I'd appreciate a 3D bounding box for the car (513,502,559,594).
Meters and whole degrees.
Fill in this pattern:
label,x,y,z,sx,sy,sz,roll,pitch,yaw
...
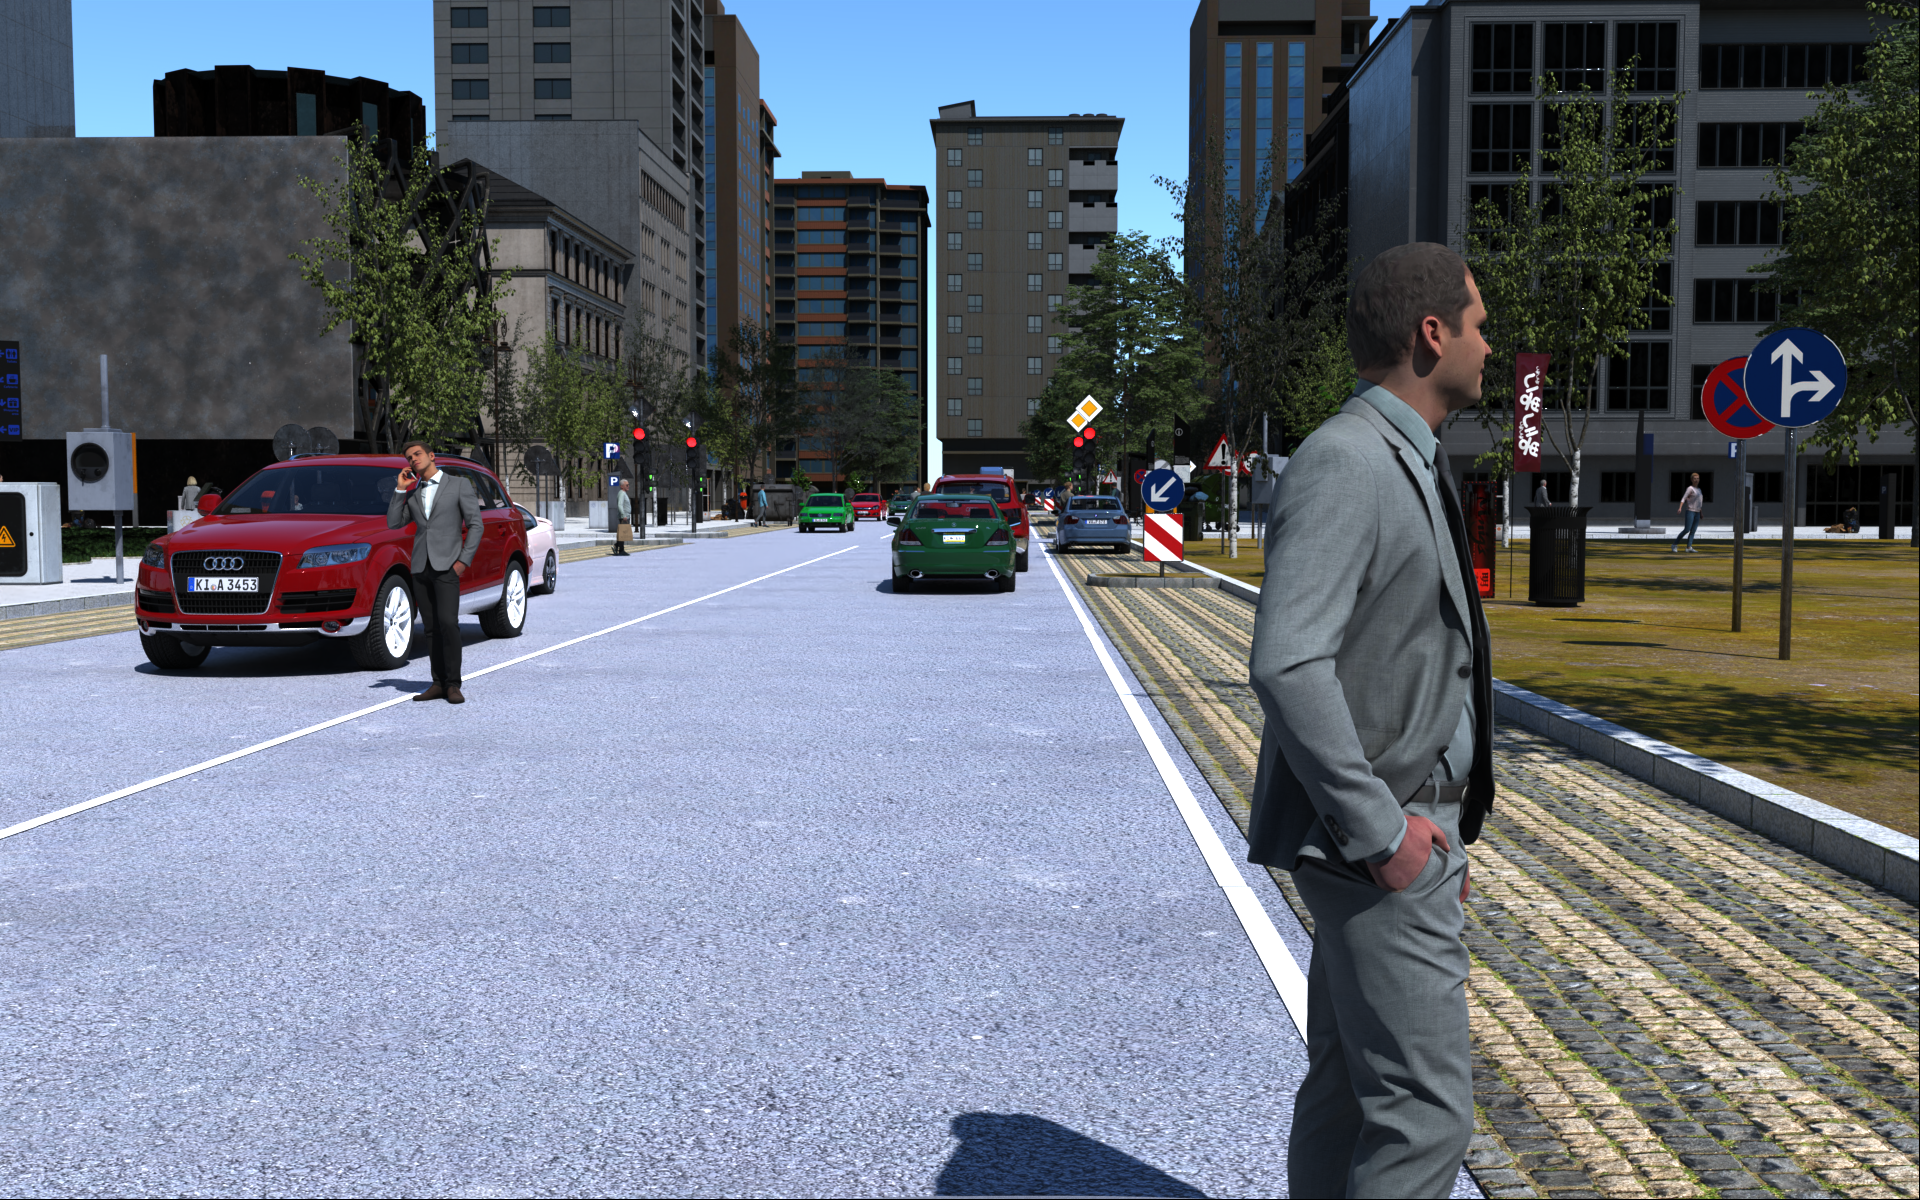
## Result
label,x,y,z,sx,sy,sz,roll,pitch,yaw
car,-6.812,-0.680,23.476,2.083,1.381,4.827,0,4,2

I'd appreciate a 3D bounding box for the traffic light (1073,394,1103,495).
label,x,y,z,sx,sy,sz,roll,pitch,yaw
traffic light,3.622,-3.669,48.913,0.839,4.253,0.868,0,4,2

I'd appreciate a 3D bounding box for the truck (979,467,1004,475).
label,x,y,z,sx,sy,sz,roll,pitch,yaw
truck,2.857,-10.760,165.680,2.967,4.110,18.799,0,4,3

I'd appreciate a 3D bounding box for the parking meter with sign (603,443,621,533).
label,x,y,z,sx,sy,sz,roll,pitch,yaw
parking meter with sign,-11.621,-3.776,58.006,0.543,3.016,1.738,-1,4,-14

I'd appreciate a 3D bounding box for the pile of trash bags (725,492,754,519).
label,x,y,z,sx,sy,sz,roll,pitch,yaw
pile of trash bags,-11.125,-4.851,89.061,1.912,1.369,3.447,-1,4,-9

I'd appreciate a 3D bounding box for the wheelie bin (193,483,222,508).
label,x,y,z,sx,sy,sz,roll,pitch,yaw
wheelie bin,-20.853,-2.459,48.106,0.693,1.594,0.980,-3,4,-38

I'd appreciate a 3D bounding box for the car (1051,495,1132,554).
label,x,y,z,sx,sy,sz,roll,pitch,yaw
car,3.258,-1.879,42.716,2.014,1.417,4.499,0,4,2

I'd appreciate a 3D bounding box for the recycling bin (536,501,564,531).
label,x,y,z,sx,sy,sz,roll,pitch,yaw
recycling bin,-14.328,-2.936,60.556,0.722,1.027,0.722,1,4,21

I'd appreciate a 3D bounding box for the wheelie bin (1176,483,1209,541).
label,x,y,z,sx,sy,sz,roll,pitch,yaw
wheelie bin,6.307,-2.412,47.343,0.980,1.594,0.693,1,4,22

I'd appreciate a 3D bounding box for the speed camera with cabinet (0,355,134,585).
label,x,y,z,sx,sy,sz,roll,pitch,yaw
speed camera with cabinet,-12.838,-1.844,24.489,2.038,3.252,0.660,0,4,1

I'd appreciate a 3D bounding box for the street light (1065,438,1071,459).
label,x,y,z,sx,sy,sz,roll,pitch,yaw
street light,8.223,-9.697,131.327,0.468,5.910,1.993,0,4,2

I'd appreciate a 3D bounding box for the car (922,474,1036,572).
label,x,y,z,sx,sy,sz,roll,pitch,yaw
car,0.319,-1.516,33.461,2.281,1.827,5.304,0,4,2

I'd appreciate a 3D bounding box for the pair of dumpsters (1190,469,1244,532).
label,x,y,z,sx,sy,sz,roll,pitch,yaw
pair of dumpsters,8.848,-3.535,60.284,1.574,2.255,4.437,0,4,2

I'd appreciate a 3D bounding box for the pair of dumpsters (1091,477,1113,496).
label,x,y,z,sx,sy,sz,roll,pitch,yaw
pair of dumpsters,8.185,-5.897,98.905,1.574,2.255,4.437,0,4,2

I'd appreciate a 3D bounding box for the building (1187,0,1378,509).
label,x,y,z,sx,sy,sz,roll,pitch,yaw
building,27.483,-30.616,150.688,14.600,45.320,14.200,0,4,2

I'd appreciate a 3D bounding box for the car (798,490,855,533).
label,x,y,z,sx,sy,sz,roll,pitch,yaw
car,-5.031,-3.470,65.535,1.959,1.807,4.718,0,4,2

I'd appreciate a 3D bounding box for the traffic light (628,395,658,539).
label,x,y,z,sx,sy,sz,roll,pitch,yaw
traffic light,-9.034,-3.692,49.278,0.839,4.253,0.868,0,4,2

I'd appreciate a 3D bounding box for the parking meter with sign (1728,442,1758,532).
label,x,y,z,sx,sy,sz,roll,pitch,yaw
parking meter with sign,26.491,-3.807,58.501,0.543,3.016,1.738,3,5,41

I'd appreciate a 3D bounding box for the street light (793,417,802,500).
label,x,y,z,sx,sy,sz,roll,pitch,yaw
street light,-9.492,-7.886,101.724,0.468,5.910,1.993,0,4,2

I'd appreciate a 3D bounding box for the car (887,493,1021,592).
label,x,y,z,sx,sy,sz,roll,pitch,yaw
car,-0.093,-0.916,26.776,2.131,1.459,4.920,0,4,0

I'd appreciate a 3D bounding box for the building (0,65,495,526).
label,x,y,z,sx,sy,sz,roll,pitch,yaw
building,-29.718,-12.787,76.522,16.820,18.784,16.811,0,4,2

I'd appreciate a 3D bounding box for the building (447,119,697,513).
label,x,y,z,sx,sy,sz,roll,pitch,yaw
building,-25.993,-18.451,119.700,12.078,24.808,19.932,0,4,2

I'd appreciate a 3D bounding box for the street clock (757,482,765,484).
label,x,y,z,sx,sy,sz,roll,pitch,yaw
street clock,-11.674,-5.933,101.577,0.471,2.002,0.358,-2,4,-32

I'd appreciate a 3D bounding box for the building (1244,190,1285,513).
label,x,y,z,sx,sy,sz,roll,pitch,yaw
building,26.469,-18.046,114.130,14.460,24.649,34.723,0,4,2

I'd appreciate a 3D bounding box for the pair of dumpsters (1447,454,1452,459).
label,x,y,z,sx,sy,sz,roll,pitch,yaw
pair of dumpsters,7.165,-1.663,29.691,1.574,2.255,4.437,0,4,2

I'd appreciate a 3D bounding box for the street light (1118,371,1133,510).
label,x,y,z,sx,sy,sz,roll,pitch,yaw
street light,6.202,-5.646,65.101,0.468,5.910,1.993,0,4,2

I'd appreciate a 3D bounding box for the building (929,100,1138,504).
label,x,y,z,sx,sy,sz,roll,pitch,yaw
building,10.212,-39.805,240.051,27.495,52.752,28.713,0,4,2

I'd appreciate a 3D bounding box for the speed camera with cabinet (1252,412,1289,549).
label,x,y,z,sx,sy,sz,roll,pitch,yaw
speed camera with cabinet,7.691,-2.799,40.094,0.660,3.252,2.038,-3,4,-36

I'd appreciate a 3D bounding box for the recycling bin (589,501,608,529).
label,x,y,z,sx,sy,sz,roll,pitch,yaw
recycling bin,-13.394,-3.174,64.444,0.722,1.027,0.722,0,4,-3

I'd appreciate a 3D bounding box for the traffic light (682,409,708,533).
label,x,y,z,sx,sy,sz,roll,pitch,yaw
traffic light,-8.793,-4.180,57.259,0.839,4.253,0.868,0,4,2

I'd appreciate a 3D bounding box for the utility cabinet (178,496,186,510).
label,x,y,z,sx,sy,sz,roll,pitch,yaw
utility cabinet,-25.879,-2.901,58.596,1.020,1.237,0.306,0,4,5

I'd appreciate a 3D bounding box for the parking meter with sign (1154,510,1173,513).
label,x,y,z,sx,sy,sz,roll,pitch,yaw
parking meter with sign,9.629,-5.127,80.090,1.738,3.016,0.543,3,5,43

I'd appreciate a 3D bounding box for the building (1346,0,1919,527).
label,x,y,z,sx,sy,sz,roll,pitch,yaw
building,32.621,-15.515,72.740,30.058,24.678,14.314,0,4,2

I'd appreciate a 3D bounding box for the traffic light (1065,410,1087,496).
label,x,y,z,sx,sy,sz,roll,pitch,yaw
traffic light,3.863,-4.157,56.895,0.839,4.253,0.868,0,4,2

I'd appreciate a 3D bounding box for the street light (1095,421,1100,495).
label,x,y,z,sx,sy,sz,roll,pitch,yaw
street light,6.826,-6.990,87.069,0.468,5.910,1.993,0,4,2

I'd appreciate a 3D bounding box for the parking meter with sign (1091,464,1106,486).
label,x,y,z,sx,sy,sz,roll,pitch,yaw
parking meter with sign,8.041,-6.495,102.456,0.543,3.016,1.738,-1,4,-20

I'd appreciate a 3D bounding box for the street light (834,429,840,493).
label,x,y,z,sx,sy,sz,roll,pitch,yaw
street light,-8.808,-9.229,123.689,0.468,5.910,1.993,0,4,2

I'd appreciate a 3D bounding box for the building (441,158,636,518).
label,x,y,z,sx,sy,sz,roll,pitch,yaw
building,-25.966,-14.396,100.009,10.561,19.102,19.286,0,4,2

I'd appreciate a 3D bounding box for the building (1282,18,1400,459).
label,x,y,z,sx,sy,sz,roll,pitch,yaw
building,24.030,-15.861,89.001,12.332,23.373,15.834,0,4,2

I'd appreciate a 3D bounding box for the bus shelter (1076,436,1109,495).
label,x,y,z,sx,sy,sz,roll,pitch,yaw
bus shelter,8.737,-8.482,116.309,2.179,5.291,8.768,0,4,2

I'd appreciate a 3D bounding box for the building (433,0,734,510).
label,x,y,z,sx,sy,sz,roll,pitch,yaw
building,-29.779,-43.072,142.480,20.563,71.187,20.611,0,4,2

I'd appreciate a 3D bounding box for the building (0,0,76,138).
label,x,y,z,sx,sy,sz,roll,pitch,yaw
building,-51.033,-15.704,74.778,19.932,24.808,12.078,0,4,2

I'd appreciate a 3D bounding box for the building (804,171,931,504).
label,x,y,z,sx,sy,sz,roll,pitch,yaw
building,-18.678,-35.659,237.650,28.867,44.769,22.147,0,4,2

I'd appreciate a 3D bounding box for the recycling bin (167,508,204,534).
label,x,y,z,sx,sy,sz,roll,pitch,yaw
recycling bin,-11.701,-0.855,26.532,0.722,1.027,0.722,-2,4,-31

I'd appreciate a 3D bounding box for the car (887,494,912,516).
label,x,y,z,sx,sy,sz,roll,pitch,yaw
car,-3.748,-6.301,114.818,2.131,1.459,4.920,0,4,1

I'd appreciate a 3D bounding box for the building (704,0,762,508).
label,x,y,z,sx,sy,sz,roll,pitch,yaw
building,-26.369,-31.219,160.548,14.600,45.320,14.200,0,4,2

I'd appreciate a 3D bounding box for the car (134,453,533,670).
label,x,y,z,sx,sy,sz,roll,pitch,yaw
car,-5.506,-0.438,15.840,2.281,1.827,5.304,0,4,3

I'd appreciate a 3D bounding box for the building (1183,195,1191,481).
label,x,y,z,sx,sy,sz,roll,pitch,yaw
building,28.116,-24.071,165.256,14.160,30.474,14.107,0,4,2

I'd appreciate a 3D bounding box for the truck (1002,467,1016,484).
label,x,y,z,sx,sy,sz,roll,pitch,yaw
truck,4.428,-11.844,182.558,2.839,4.237,11.283,0,4,2

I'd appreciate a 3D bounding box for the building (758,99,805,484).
label,x,y,z,sx,sy,sz,roll,pitch,yaw
building,-32.896,-32.558,186.955,28.867,44.769,22.147,0,4,2

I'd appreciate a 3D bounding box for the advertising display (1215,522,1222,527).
label,x,y,z,sx,sy,sz,roll,pitch,yaw
advertising display,10.024,-3.765,66.770,0.123,1.923,0.974,-1,4,-11

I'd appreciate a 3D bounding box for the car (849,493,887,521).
label,x,y,z,sx,sy,sz,roll,pitch,yaw
car,-4.939,-5.096,92.352,2.155,1.783,4.494,0,4,3

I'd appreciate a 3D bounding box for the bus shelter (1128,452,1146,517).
label,x,y,z,sx,sy,sz,roll,pitch,yaw
bus shelter,10.009,-6.582,98.892,1.731,3.624,6.357,0,4,2

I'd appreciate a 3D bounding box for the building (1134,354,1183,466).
label,x,y,z,sx,sy,sz,roll,pitch,yaw
building,39.239,-24.117,239.353,28.899,21.520,27.650,0,4,2
